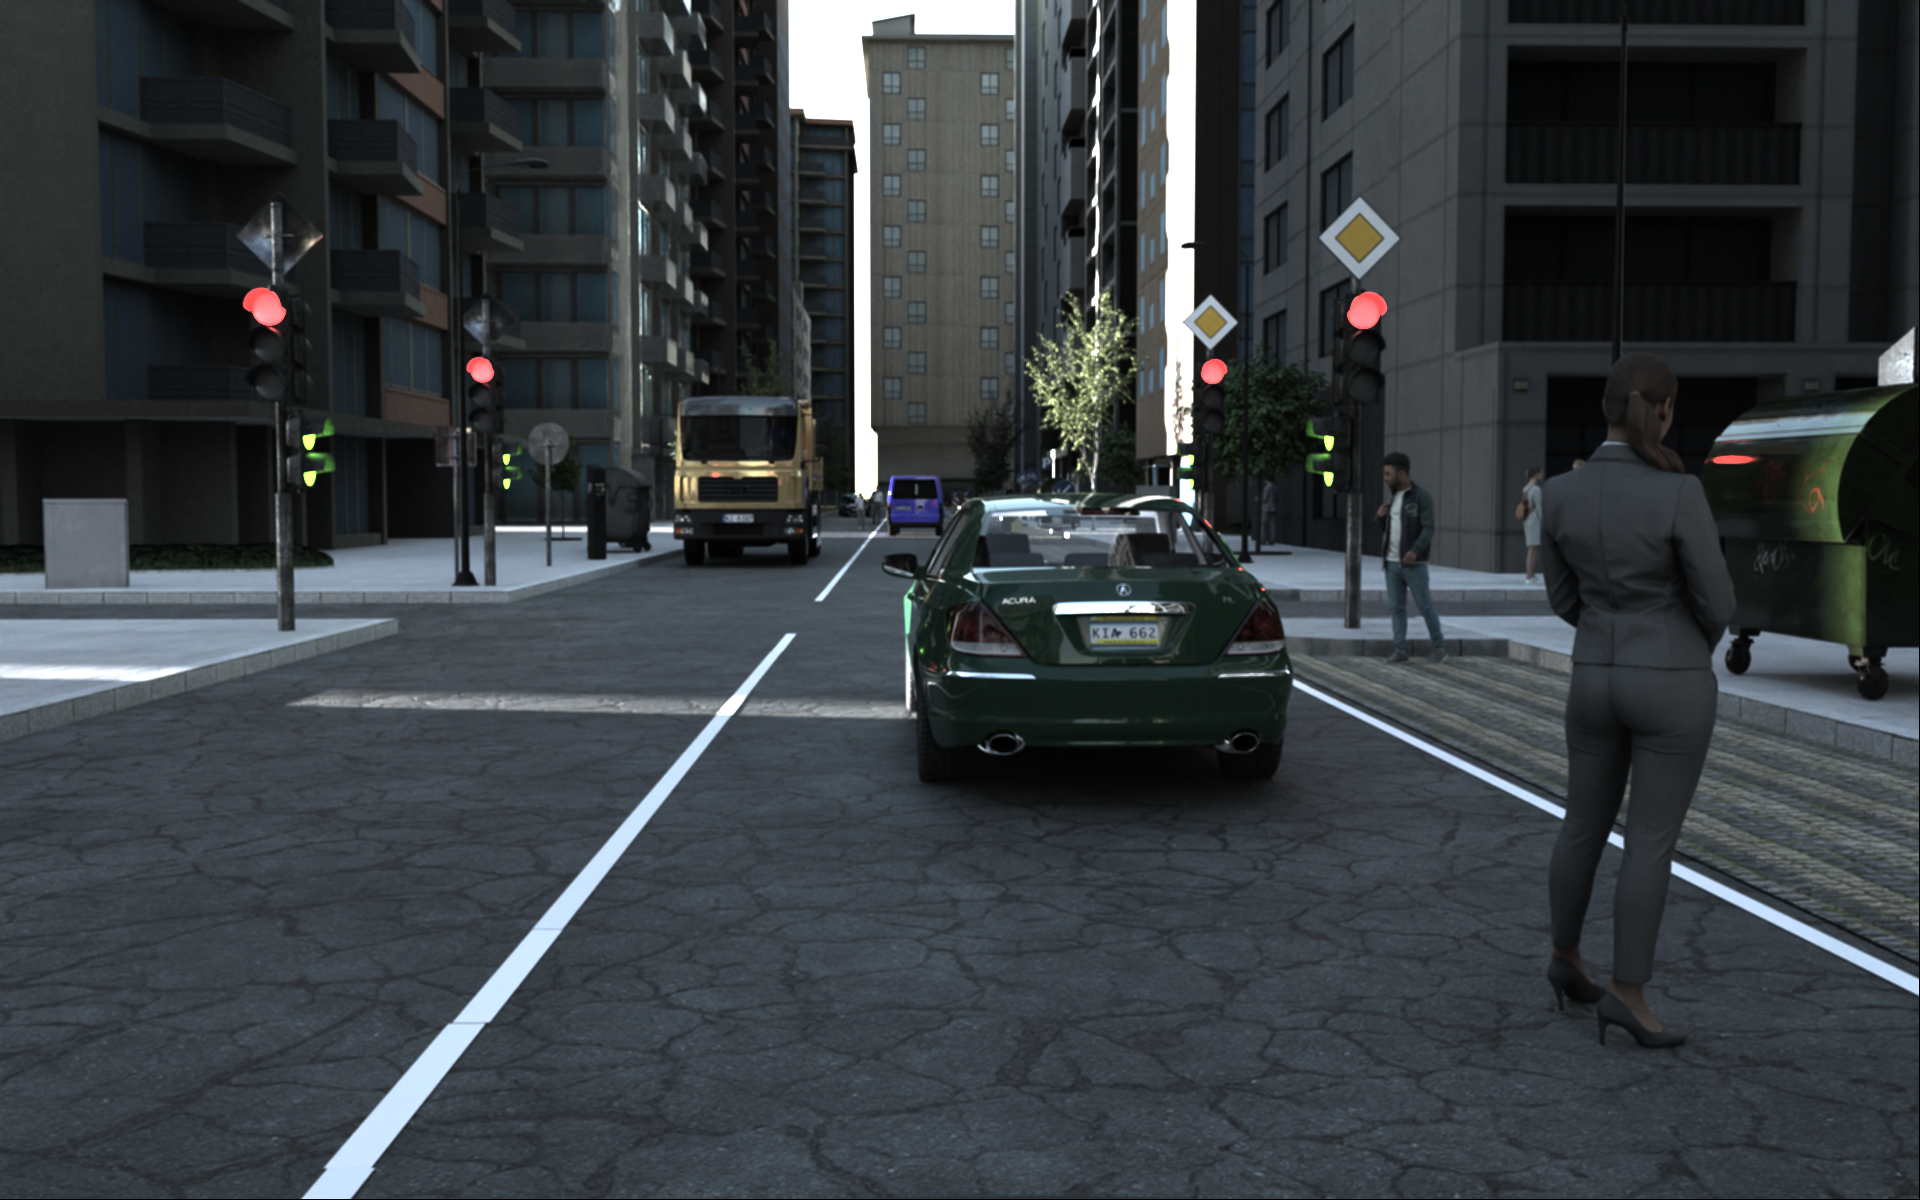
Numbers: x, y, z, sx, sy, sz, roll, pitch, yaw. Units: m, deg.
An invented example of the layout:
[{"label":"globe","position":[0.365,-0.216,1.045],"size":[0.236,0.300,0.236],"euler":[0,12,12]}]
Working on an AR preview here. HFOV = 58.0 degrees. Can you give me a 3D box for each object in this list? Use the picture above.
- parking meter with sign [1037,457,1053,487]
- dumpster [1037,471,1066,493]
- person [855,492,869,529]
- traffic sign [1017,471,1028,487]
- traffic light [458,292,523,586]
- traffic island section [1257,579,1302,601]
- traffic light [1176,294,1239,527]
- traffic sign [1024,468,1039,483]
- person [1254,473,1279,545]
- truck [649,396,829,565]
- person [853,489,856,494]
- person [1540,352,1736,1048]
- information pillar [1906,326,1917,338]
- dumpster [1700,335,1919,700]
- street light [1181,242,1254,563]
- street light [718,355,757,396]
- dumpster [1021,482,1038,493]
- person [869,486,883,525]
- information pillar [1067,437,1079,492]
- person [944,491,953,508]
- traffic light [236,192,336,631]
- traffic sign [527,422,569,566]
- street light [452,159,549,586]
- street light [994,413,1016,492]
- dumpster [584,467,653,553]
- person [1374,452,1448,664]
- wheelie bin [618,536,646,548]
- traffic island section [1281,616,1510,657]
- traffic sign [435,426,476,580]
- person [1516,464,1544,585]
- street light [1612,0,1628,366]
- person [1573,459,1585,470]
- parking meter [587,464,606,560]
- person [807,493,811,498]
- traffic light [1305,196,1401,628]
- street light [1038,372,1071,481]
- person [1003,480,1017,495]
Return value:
[{"label":"parking meter with sign","position":[3.889,-5.203,81.325],"size":[0.543,3.016,1.738],"euler":[1,4,16]},{"label":"dumpster","position":[4.093,-4.367,73.892],"size":[1.502,2.255,1.985],"euler":[0,4,-2]},{"label":"person","position":[-4.038,-3.655,70.855],"size":[0.523,1.515,0.503],"euler":[1,4,20]},{"label":"traffic sign","position":[3.590,-5.932,97.092],"size":[0.768,2.556,0.104],"euler":[0,4,4]},{"label":"traffic light","position":[-6.560,-2.154,24.141],"size":[0.839,4.253,0.868],"euler":[0,4,-2]},{"label":"traffic island section","position":[3.537,-0.141,24.582],"size":[2.009,0.180,2.903],"euler":[0,4,-2]},{"label":"traffic light","position":[3.496,-2.174,24.467],"size":[0.839,4.253,0.868],"euler":[0,4,-2]},{"label":"traffic sign","position":[3.541,-5.261,86.120],"size":[0.768,2.556,0.104],"euler":[0,4,3]},{"label":"person","position":[7.702,-2.282,43.558],"size":[0.583,1.804,0.606],"euler":[3,5,39]},{"label":"truck","position":[-4.411,-2.526,37.218],"size":[3.469,3.379,9.791],"euler":[0,4,-2]},{"label":"person","position":[-8.769,-8.357,145.151],"size":[0.705,1.822,1.348],"euler":[1,4,15]},{"label":"person","position":[1.801,0.257,4.576],"size":[0.520,1.790,0.573],"euler":[3,4,37]},{"label":"information pillar","position":[13.207,-2.024,24.455],"size":[0.183,3.616,0.504],"euler":[-3,5,-41]},{"label":"dumpster","position":[6.064,-0.551,11.504],"size":[1.502,2.255,1.985],"euler":[0,4,-2]},{"label":"street light","position":[4.761,-3.642,32.081],"size":[1.470,5.913,1.316],"euler":[0,4,-2]},{"label":"street light","position":[-7.483,-5.222,57.918],"size":[1.470,5.913,1.316],"euler":[0,4,-2]},{"label":"dumpster","position":[3.657,-4.801,84.250],"size":[1.264,1.857,1.865],"euler":[0,4,-2]},{"label":"person","position":[-3.919,-4.426,80.973],"size":[0.679,1.850,0.850],"euler":[-1,4,-12]},{"label":"information pillar","position":[4.559,-4.787,69.622],"size":[0.504,3.616,0.183],"euler":[-1,4,-16]},{"label":"person","position":[-1.062,-9.549,165.307],"size":[1.217,1.739,0.721],"euler":[0,4,-3]},{"label":"traffic light","position":[-6.312,-1.666,16.159],"size":[0.839,4.253,0.868],"euler":[0,4,-2]},{"label":"traffic sign","position":[-7.311,-1.874,30.746],"size":[0.768,2.556,0.104],"euler":[0,4,5]},{"label":"street light","position":[-6.393,-3.155,24.126],"size":[1.470,5.913,1.316],"euler":[0,4,-2]},{"label":"street light","position":[2.637,-7.773,99.623],"size":[1.470,5.913,1.316],"euler":[0,4,-2]},{"label":"dumpster","position":[-7.550,-1.992,38.321],"size":[1.264,1.857,1.865],"euler":[0,4,-2]},{"label":"person","position":[3.752,-0.349,14.551],"size":[0.721,1.781,0.623],"euler":[-3,5,-41]},{"label":"wheelie bin","position":[-7.860,-2.066,41.684],"size":[0.693,1.594,0.980],"euler":[-2,4,-28]},{"label":"traffic island section","position":[3.784,0.347,16.601],"size":[2.009,0.180,2.903],"euler":[0,4,-2]},{"label":"traffic sign","position":[-7.538,-1.454,25.904],"size":[0.606,2.300,0.079],"euler":[0,4,2]},{"label":"person","position":[8.136,-1.072,24.573],"size":[0.522,1.701,0.512],"euler":[-1,4,-9]},{"label":"street light","position":[5.293,-2.618,15.349],"size":[1.470,5.913,1.316],"euler":[0,4,-2]},{"label":"person","position":[8.951,-1.134,24.929],"size":[0.624,1.780,0.694],"euler":[0,4,7]},{"label":"parking meter","position":[-7.125,-1.728,33.956],"size":[0.255,1.863,0.399],"euler":[-2,4,-35]},{"label":"person","position":[-9.660,-6.300,109.146],"size":[0.705,1.812,1.348],"euler":[1,4,22]},{"label":"traffic light","position":[3.744,-1.686,16.486],"size":[0.839,4.253,0.868],"euler":[0,4,-2]},{"label":"street light","position":[3.652,-5.711,65.909],"size":[1.470,5.913,1.316],"euler":[0,4,-2]},{"label":"person","position":[1.174,-2.283,46.049],"size":[0.699,1.804,1.509],"euler":[-1,4,-14]}]
